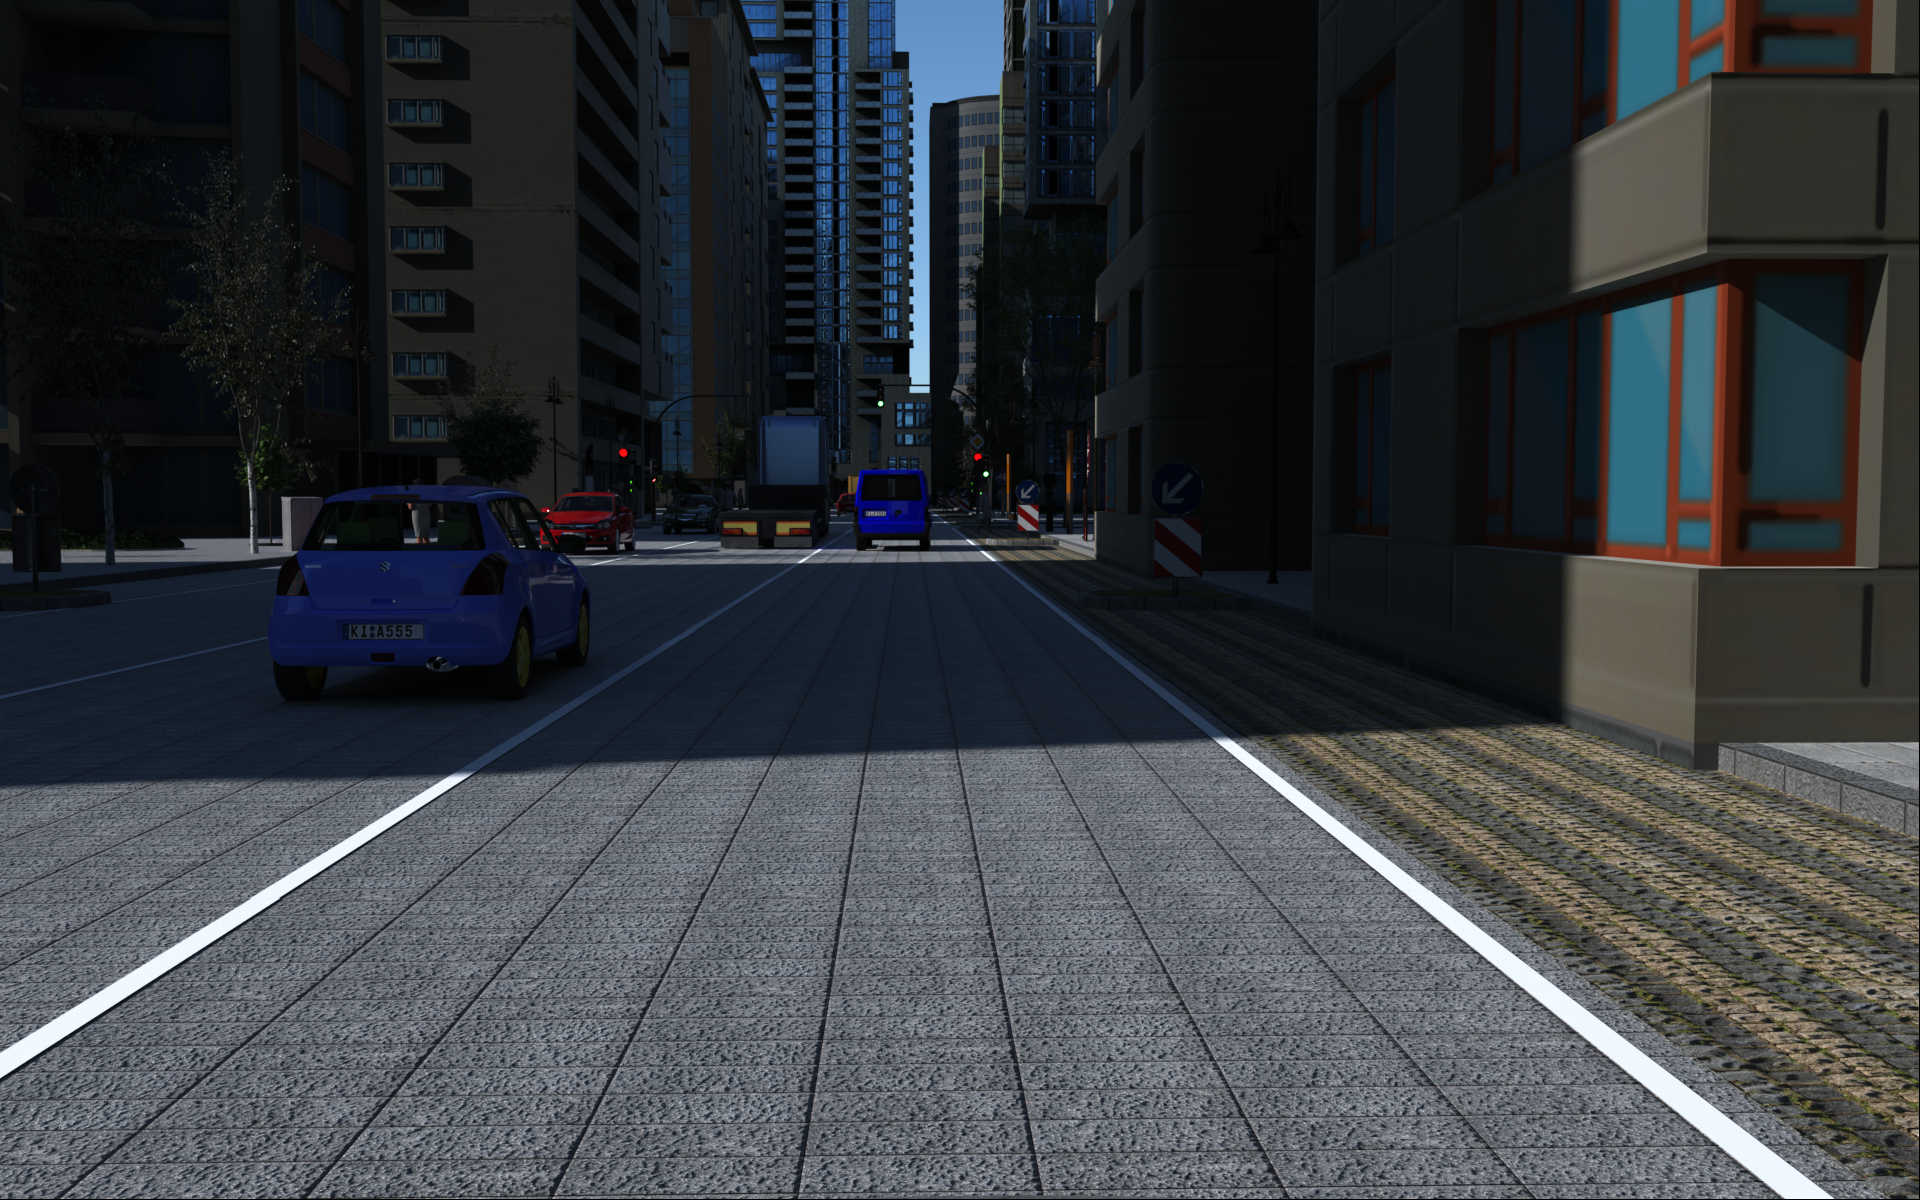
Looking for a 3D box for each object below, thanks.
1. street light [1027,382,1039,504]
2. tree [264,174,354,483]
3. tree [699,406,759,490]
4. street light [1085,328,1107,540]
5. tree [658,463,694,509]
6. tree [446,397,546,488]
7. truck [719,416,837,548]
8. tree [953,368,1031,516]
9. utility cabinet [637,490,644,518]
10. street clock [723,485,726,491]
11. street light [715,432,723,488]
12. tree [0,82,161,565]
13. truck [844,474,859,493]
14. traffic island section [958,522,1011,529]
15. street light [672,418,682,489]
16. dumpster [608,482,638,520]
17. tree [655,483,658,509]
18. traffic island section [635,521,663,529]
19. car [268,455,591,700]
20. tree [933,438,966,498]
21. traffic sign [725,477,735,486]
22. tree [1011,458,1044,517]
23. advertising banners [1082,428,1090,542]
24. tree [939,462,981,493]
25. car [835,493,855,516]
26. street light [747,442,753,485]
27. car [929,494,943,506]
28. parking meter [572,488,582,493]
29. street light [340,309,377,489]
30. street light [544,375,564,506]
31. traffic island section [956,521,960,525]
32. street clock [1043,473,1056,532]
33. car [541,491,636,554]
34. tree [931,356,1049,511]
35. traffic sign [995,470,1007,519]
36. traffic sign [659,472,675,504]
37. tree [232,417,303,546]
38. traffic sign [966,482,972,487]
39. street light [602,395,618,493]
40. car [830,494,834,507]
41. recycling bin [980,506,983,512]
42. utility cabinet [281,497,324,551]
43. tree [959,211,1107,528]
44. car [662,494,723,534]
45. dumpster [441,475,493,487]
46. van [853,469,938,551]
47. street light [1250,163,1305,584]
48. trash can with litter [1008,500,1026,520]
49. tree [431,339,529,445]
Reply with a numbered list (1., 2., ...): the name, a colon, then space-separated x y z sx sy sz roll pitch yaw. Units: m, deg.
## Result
1. street light: 3.060 -6.048 71.667 0.468 5.910 1.993 0 4 -2
2. tree: -15.129 -5.296 36.951 4.360 8.622 3.978 0 3 0
3. tree: -19.407 -11.892 144.797 4.737 8.622 4.395 0 3 0
4. street light: 3.799 -4.625 48.410 0.468 5.910 1.993 0 4 -2
5. tree: -17.345 -6.853 106.654 1.663 3.219 1.824 0 3 0
6. tree: -15.702 -4.581 58.615 4.285 4.588 4.351 0 3 0
7. truck: -5.487 -3.926 53.952 2.967 4.110 18.799 0 4 -3
8. tree: 2.341 -9.184 100.525 4.360 8.622 3.978 0 3 0
9. utility cabinet: -17.017 -5.104 92.135 0.318 1.500 1.173 0 4 -6
10. street clock: -17.988 -7.870 133.248 0.471 2.002 0.358 0 4 7
11. street light: -17.578 -9.410 126.636 0.468 5.910 1.993 0 4 -2
12. tree: -15.491 -4.922 30.835 4.360 8.622 3.978 0 3 0
13. truck: -9.150 -10.178 162.329 3.469 3.379 9.791 0 4 -3
14. traffic island section: 1.072 -3.046 72.087 2.009 0.180 2.903 0 4 -2
15. street light: -16.850 -7.987 103.379 0.468 5.910 1.993 0 4 -2
16. dumpster: -16.247 -4.744 83.326 1.264 1.857 1.865 0 4 -2
17. tree: -26.406 -9.731 153.704 1.663 3.219 1.824 0 3 0
18. traffic island section: -14.098 -3.508 79.635 2.009 0.180 2.903 0 4 -2
19. car: -3.928 -0.230 13.347 1.945 1.707 3.694 0 4 -3
20. tree: -1.037 -16.648 222.556 4.737 8.622 4.395 0 3 0
21. traffic sign: -17.793 -8.199 133.792 0.795 2.593 0.064 0 4 3
22. tree: 3.751 -5.945 91.794 1.663 3.219 1.824 0 3 0
23. advertising banners: 3.426 -3.109 47.023 0.090 3.025 2.074 0 4 1
24. tree: 0.668 -11.568 172.850 4.285 4.588 4.351 0 3 0
25. car: -7.244 -6.480 114.990 2.155 1.783 4.494 0 4 -2
26. street light: -18.169 -10.832 149.896 0.468 5.910 1.993 0 4 -2
27. car: -2.779 -11.311 194.524 1.945 1.707 3.694 0 4 0
28. parking meter: -15.811 -3.860 71.521 0.372 1.533 0.369 0 3 0
29. street light: -15.062 -4.325 43.499 0.468 5.910 1.993 0 4 -2
30. street light: -15.709 -5.772 67.165 0.468 5.910 1.993 0 4 -2
31. traffic island section: 0.837 -3.534 80.068 2.009 0.180 2.903 0 4 -2
32. street clock: 3.058 -3.330 59.019 0.358 2.002 0.471 -2 4 -33
33. car: -9.071 -2.040 42.397 2.155 1.783 4.494 0 4 -3
34. tree: 1.987 -11.098 115.858 8.767 10.594 7.601 1 4 11
35. traffic sign: 2.214 -5.517 90.311 0.768 2.556 0.104 0 4 -1
36. traffic sign: -16.676 -6.030 98.586 0.884 2.594 0.081 0 4 -1
37. tree: -17.100 -2.972 43.197 1.663 3.219 1.824 0 3 0
38. traffic sign: 0.914 -8.392 137.211 0.884 2.594 0.081 0 4 5
39. street light: -16.068 -6.538 79.686 0.468 5.910 1.993 0 4 -2
40. car: -14.792 -11.050 189.469 1.959 1.807 4.718 0 4 -1
41. recycling bin: 1.799 -6.945 126.101 0.722 1.027 0.722 0 4 0
42. utility cabinet: -14.949 -1.729 39.434 0.306 1.237 1.020 1 4 22
43. tree: 3.969 -8.518 65.027 9.928 11.665 9.643 0 3 0
44. car: -9.724 -3.152 63.340 2.131 1.459 4.920 0 4 -2
45. dumpster: -15.508 -2.982 54.513 1.264 1.857 1.865 0 4 -2
46. van: -1.713 -2.511 45.444 2.240 2.365 5.245 0 4 0
47. street light: 4.481 -3.171 24.630 0.468 5.910 1.993 0 4 -2
48. trash can with litter: 2.850 -4.580 86.262 1.055 1.170 0.624 2 4 31
49. tree: -22.474 -8.011 81.344 4.360 8.622 3.978 0 3 0
